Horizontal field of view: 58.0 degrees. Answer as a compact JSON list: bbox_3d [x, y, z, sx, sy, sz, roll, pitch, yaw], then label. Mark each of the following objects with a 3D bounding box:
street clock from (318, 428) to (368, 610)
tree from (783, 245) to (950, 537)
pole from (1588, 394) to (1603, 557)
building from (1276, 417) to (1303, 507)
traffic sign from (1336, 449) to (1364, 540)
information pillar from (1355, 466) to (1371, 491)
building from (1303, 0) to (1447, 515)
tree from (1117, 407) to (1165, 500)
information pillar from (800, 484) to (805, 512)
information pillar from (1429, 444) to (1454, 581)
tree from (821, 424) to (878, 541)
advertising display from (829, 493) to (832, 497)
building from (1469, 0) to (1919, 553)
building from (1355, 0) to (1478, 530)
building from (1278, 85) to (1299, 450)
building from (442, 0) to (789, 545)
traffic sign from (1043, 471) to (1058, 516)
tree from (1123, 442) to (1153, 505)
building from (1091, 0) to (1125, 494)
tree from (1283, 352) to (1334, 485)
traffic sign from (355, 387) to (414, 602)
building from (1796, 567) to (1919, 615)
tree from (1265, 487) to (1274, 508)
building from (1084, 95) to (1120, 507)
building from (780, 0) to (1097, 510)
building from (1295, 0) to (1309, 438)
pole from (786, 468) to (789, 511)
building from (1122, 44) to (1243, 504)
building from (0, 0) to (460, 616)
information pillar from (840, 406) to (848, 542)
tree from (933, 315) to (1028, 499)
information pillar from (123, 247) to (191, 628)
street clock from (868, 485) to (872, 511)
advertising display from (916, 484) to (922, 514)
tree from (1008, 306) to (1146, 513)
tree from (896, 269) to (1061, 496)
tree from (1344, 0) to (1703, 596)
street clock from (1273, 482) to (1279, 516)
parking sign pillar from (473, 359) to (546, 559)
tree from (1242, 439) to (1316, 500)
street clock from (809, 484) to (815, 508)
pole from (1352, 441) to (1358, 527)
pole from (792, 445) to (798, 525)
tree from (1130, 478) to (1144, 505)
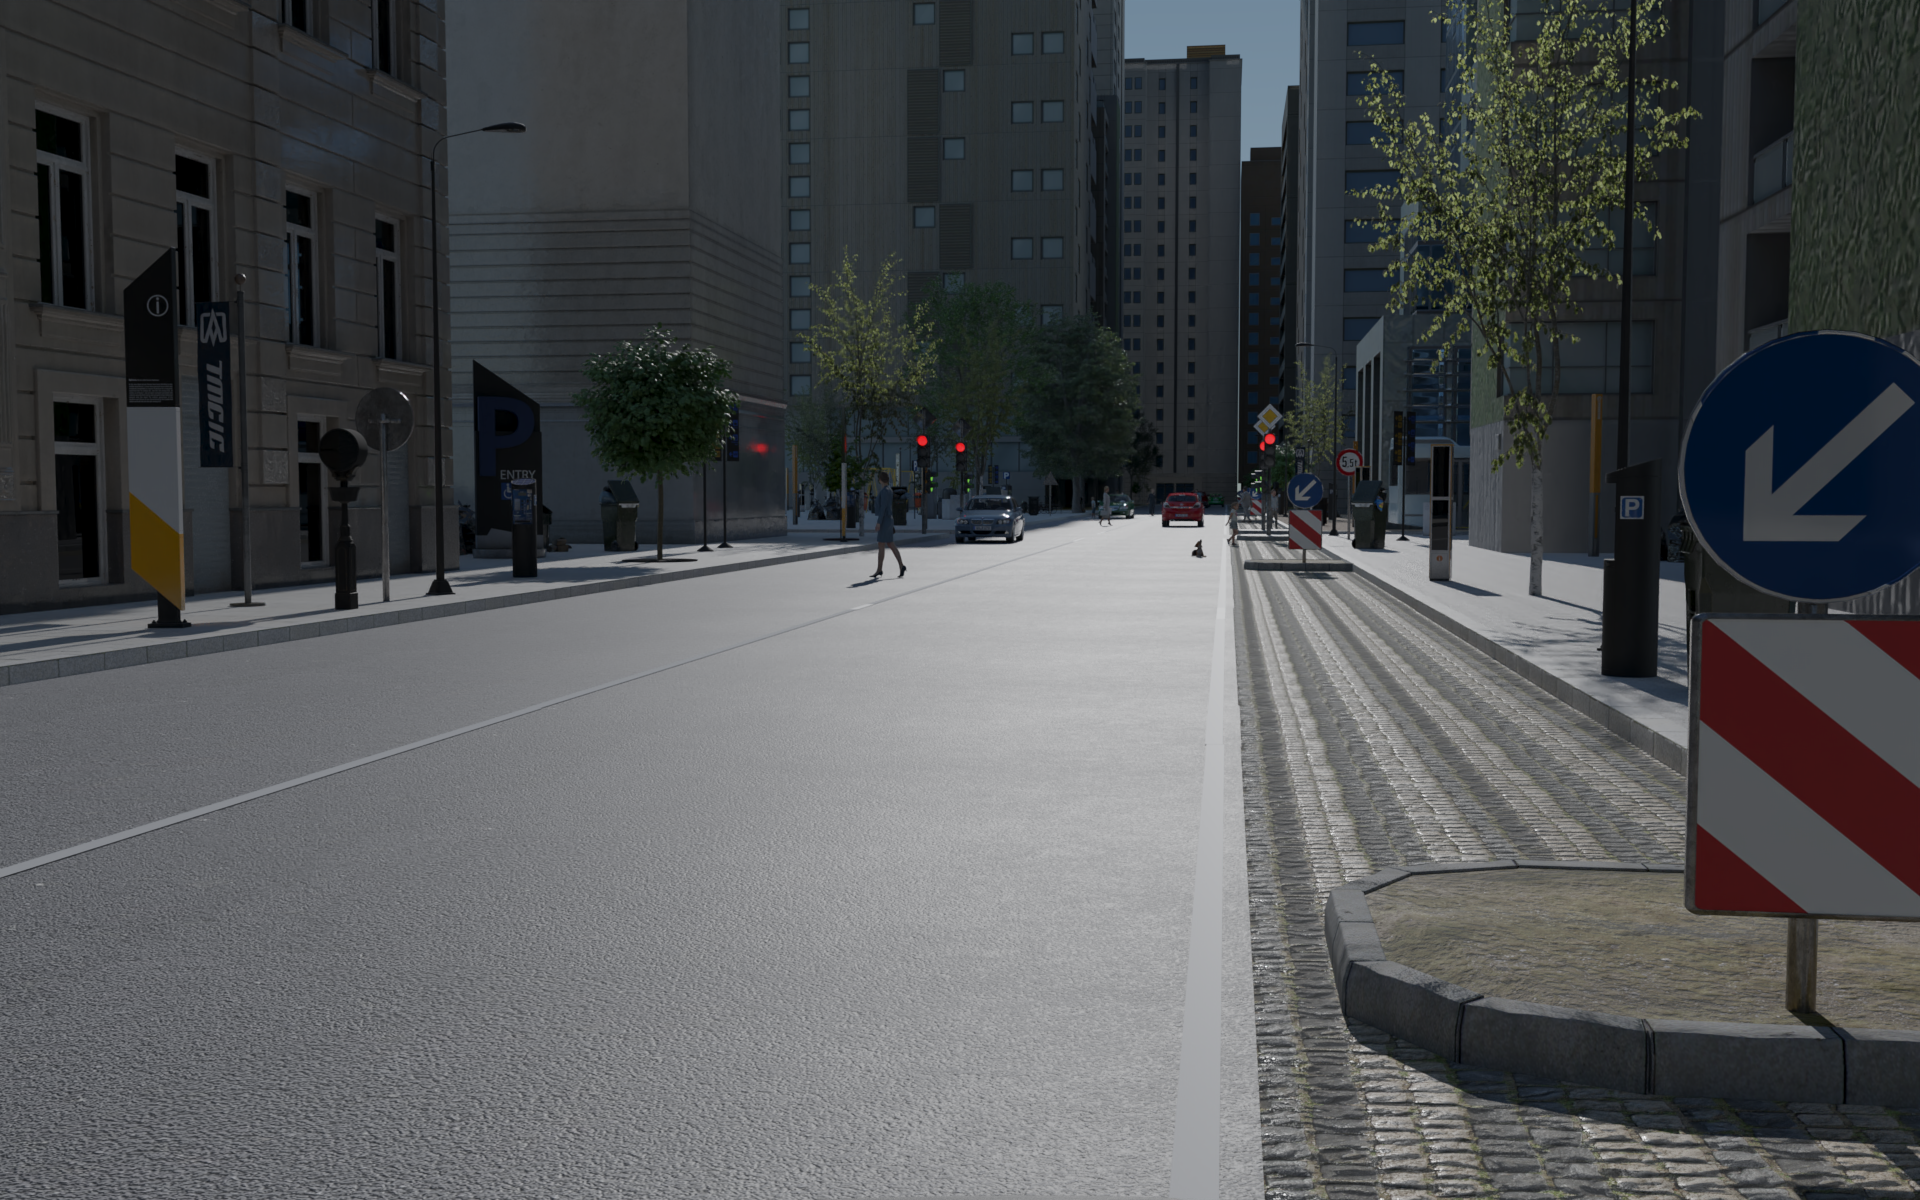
[{"bbox_3d":[-6.828,-0.896,19.222,0.471,2.002,0.358,0,4,7],"label":"street clock"},{"bbox_3d":[-2.734,-6.224,52.118,4.360,8.622,3.978,0,3,0],"label":"tree"},{"bbox_3d":[12.977,-2.540,35.372,0.158,3.312,0.155,0,3,0],"label":"pole"},{"bbox_3d":[42.603,-45.020,174.332,20.563,71.187,20.611,1,4,9],"label":"building"},{"bbox_3d":[10.915,-2.963,48.554,0.768,2.556,0.104,1,4,18],"label":"traffic sign"},{"bbox_3d":[10.614,-2.520,45.688,0.304,2.012,0.304,-1,4,-20],"label":"information pillar"},{"bbox_3d":[34.548,-35.286,118.932,21.231,58.520,28.212,1,4,9],"label":"building"},{"bbox_3d":[18.595,-15.348,185.355,7.601,10.594,8.767,-2,4,-25],"label":"tree"},{"bbox_3d":[-11.410,-7.389,125.297,0.304,2.012,0.304,-2,4,-27],"label":"information pillar"},{"bbox_3d":[7.105,-1.289,25.561,0.304,2.012,0.304,1,4,21],"label":"information pillar"},{"bbox_3d":[-3.327,-3.253,47.782,1.663,3.219,1.824,0,3,0],"label":"tree"},{"bbox_3d":[-9.232,-7.216,123.190,0.123,1.923,0.974,-1,4,-8],"label":"advertising display"},{"bbox_3d":[19.809,-21.940,42.309,14.154,41.232,14.086,1,4,9],"label":"building"},{"bbox_3d":[32.234,-46.242,68.725,31.000,86.520,22.319,1,4,9],"label":"building"},{"bbox_3d":[47.256,-34.982,195.657,21.300,48.544,21.600,1,4,9],"label":"building"},{"bbox_3d":[-14.837,-12.244,49.348,18.267,20.994,9.793,1,4,9],"label":"building"},{"bbox_3d":[5.192,-6.093,99.617,0.884,2.594,0.081,1,4,13],"label":"traffic sign"},{"bbox_3d":[21.613,-15.797,208.647,4.737,8.622,4.395,0,3,0],"label":"tree"},{"bbox_3d":[8.248,-46.685,201.559,20.611,71.187,20.563,1,4,9],"label":"building"},{"bbox_3d":[18.735,-8.595,90.896,4.360,8.622,3.978,0,3,0],"label":"tree"},{"bbox_3d":[-6.861,-1.256,20.634,0.768,2.556,0.104,1,4,12],"label":"traffic sign"},{"bbox_3d":[17.166,-20.600,20.412,14.154,41.232,14.086,1,4,9],"label":"building"},{"bbox_3d":[29.244,-10.378,164.286,1.663,3.219,1.824,0,3,0],"label":"tree"},{"bbox_3d":[8.465,-29.959,173.431,14.154,41.232,14.086,1,4,9],"label":"building"},{"bbox_3d":[-2.157,-34.504,153.386,28.713,52.752,27.495,1,4,9],"label":"building"},{"bbox_3d":[43.420,-34.306,150.145,28.713,52.752,27.495,1,4,9],"label":"building"},{"bbox_3d":[-13.434,-8.622,134.820,0.158,3.312,0.155,0,3,0],"label":"pole"},{"bbox_3d":[23.282,-42.232,232.499,28.212,58.520,21.231,1,4,9],"label":"building"},{"bbox_3d":[-15.861,-13.458,17.304,12.463,27.353,25.104,1,4,9],"label":"building"},{"bbox_3d":[-3.105,-3.368,46.414,0.183,3.616,0.504,0,4,2],"label":"information pillar"},{"bbox_3d":[0.845,-7.430,71.844,4.737,8.622,4.395,0,3,0],"label":"tree"},{"bbox_3d":[-7.679,-1.540,16.536,0.504,3.616,0.183,0,3,0],"label":"information pillar"},{"bbox_3d":[-6.932,-7.901,133.749,0.358,2.002,0.471,0,4,-6],"label":"street clock"},{"bbox_3d":[-2.517,-6.688,114.558,0.123,1.923,0.974,3,5,45],"label":"advertising display"},{"bbox_3d":[7.748,-12.818,116.236,9.857,13.997,8.962,0,3,0],"label":"tree"},{"bbox_3d":[0.887,-9.411,79.621,9.928,11.665,9.643,0,3,0],"label":"tree"},{"bbox_3d":[7.060,-4.365,21.729,4.360,8.622,3.978,0,3,0],"label":"tree"},{"bbox_3d":[18.662,-5.981,102.363,0.358,2.002,0.471,-1,4,-11],"label":"street clock"},{"bbox_3d":[-9.091,-2.837,34.853,1.447,3.967,1.447,-1,4,-20],"label":"parking sign pillar"},{"bbox_3d":[19.717,-7.378,104.344,4.285,4.588,4.351,0,3,0],"label":"tree"},{"bbox_3d":[-11.698,-8.205,138.720,0.358,2.002,0.471,0,4,2],"label":"street clock"},{"bbox_3d":[15.242,-4.464,66.832,0.158,3.312,0.155,0,3,0],"label":"pole"},{"bbox_3d":[-6.882,-4.797,72.269,0.158,3.312,0.155,0,3,0],"label":"pole"},{"bbox_3d":[20.692,-12.743,202.943,1.663,3.219,1.824,0,3,0],"label":"tree"}]
